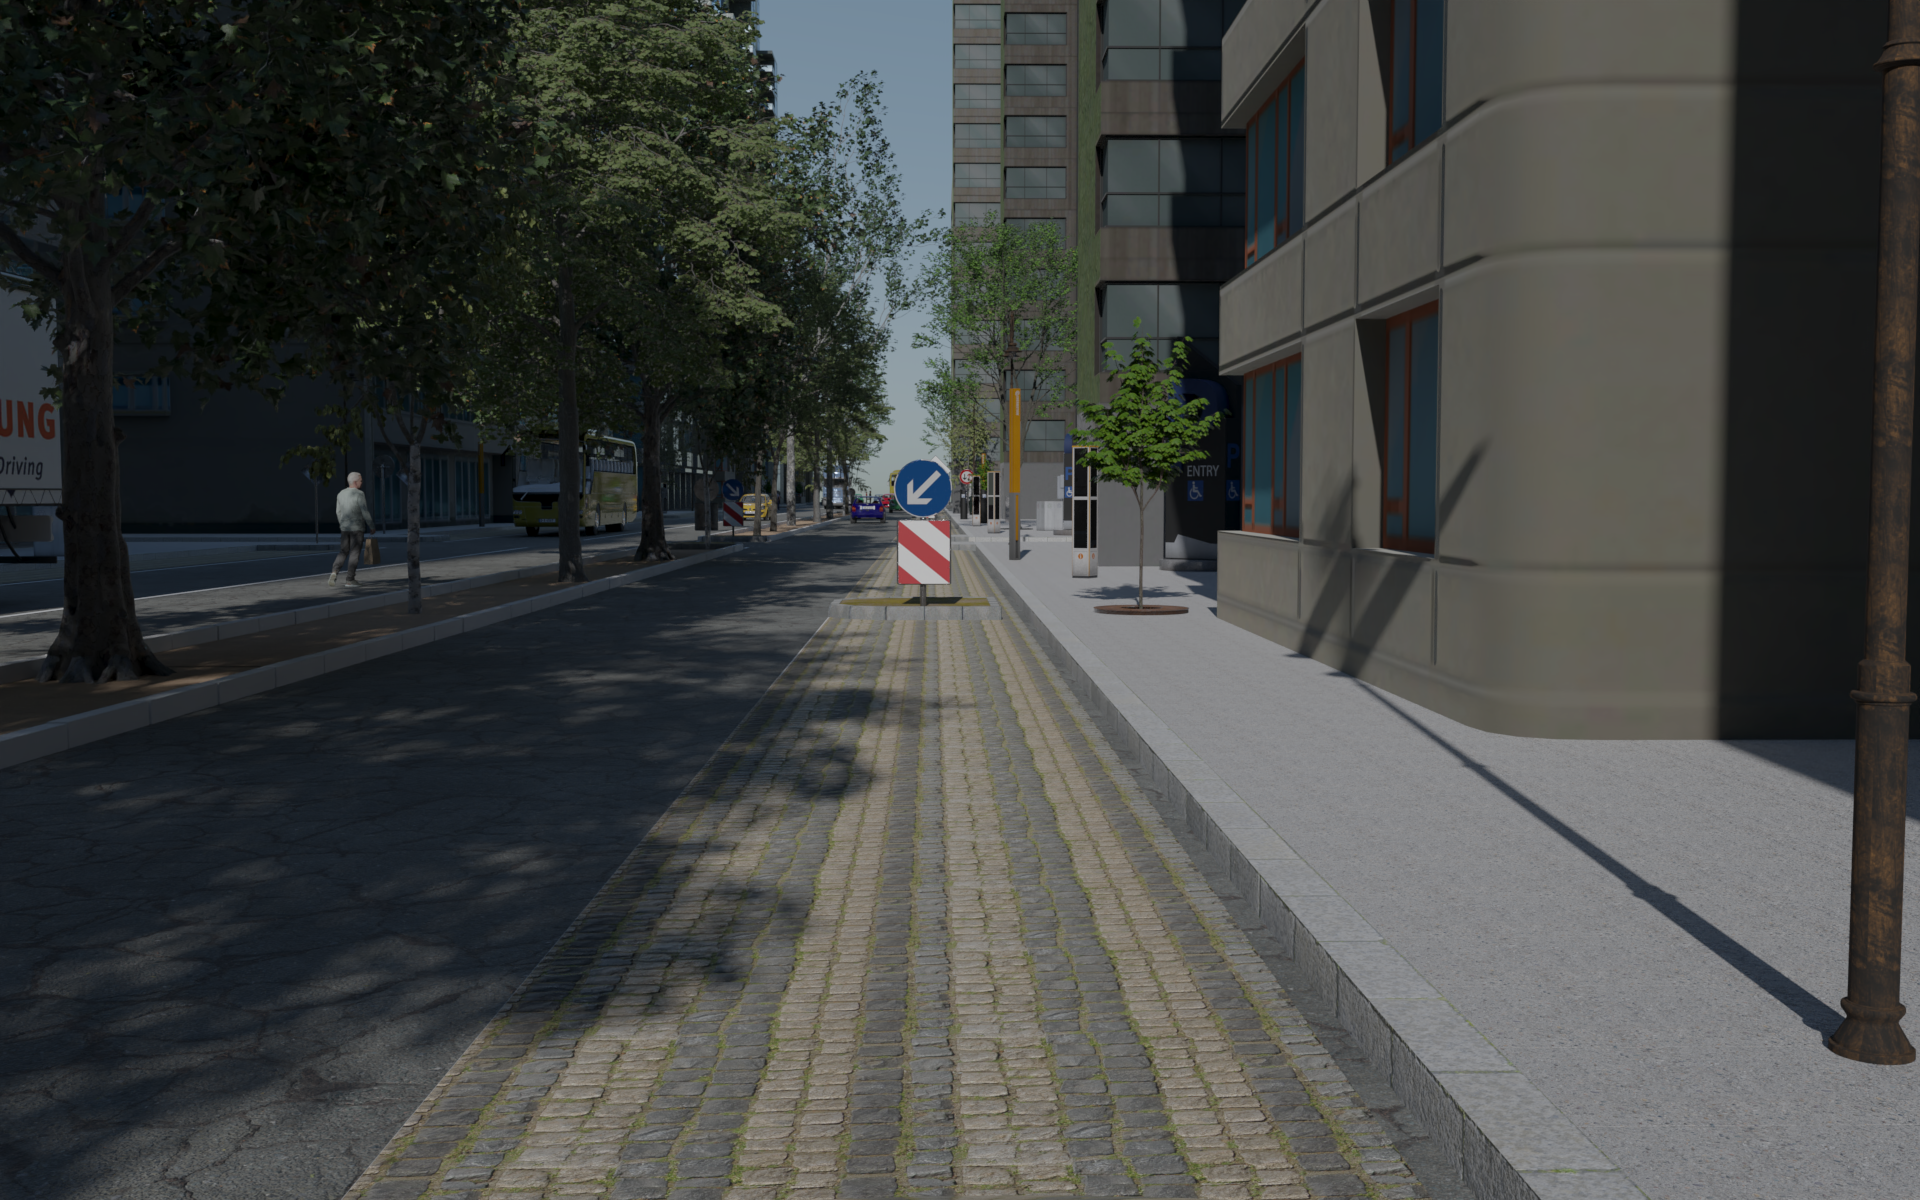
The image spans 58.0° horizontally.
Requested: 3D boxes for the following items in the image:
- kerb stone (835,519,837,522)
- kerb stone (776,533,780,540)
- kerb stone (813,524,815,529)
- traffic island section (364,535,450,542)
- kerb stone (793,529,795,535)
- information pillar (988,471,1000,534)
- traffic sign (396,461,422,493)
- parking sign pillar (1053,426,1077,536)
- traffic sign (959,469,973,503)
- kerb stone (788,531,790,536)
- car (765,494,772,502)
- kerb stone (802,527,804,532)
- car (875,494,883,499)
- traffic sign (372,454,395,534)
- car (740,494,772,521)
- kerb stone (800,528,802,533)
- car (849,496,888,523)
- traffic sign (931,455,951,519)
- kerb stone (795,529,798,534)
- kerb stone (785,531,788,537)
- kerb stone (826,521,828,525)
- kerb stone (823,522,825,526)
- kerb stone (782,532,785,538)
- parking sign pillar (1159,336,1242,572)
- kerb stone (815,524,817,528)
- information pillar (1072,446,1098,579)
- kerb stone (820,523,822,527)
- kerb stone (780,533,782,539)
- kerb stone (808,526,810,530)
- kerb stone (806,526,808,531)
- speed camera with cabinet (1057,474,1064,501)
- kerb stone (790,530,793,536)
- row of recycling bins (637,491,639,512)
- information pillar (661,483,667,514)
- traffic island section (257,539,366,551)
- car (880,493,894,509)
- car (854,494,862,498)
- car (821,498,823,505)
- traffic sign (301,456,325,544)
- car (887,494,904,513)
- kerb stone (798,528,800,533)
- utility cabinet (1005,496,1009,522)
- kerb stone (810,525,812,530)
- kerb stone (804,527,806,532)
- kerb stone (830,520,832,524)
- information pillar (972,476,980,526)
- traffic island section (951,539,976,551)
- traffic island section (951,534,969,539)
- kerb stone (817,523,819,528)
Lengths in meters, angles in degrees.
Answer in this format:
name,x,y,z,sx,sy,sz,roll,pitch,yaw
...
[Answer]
name,x,y,z,sx,sy,sz,roll,pitch,yaw
kerb stone,-6.312,-3.878,85.594,0.120,0.150,1.000,0,4,-1
kerb stone,-5.793,-1.936,53.848,0.120,0.150,1.000,0,4,-1
kerb stone,-6.063,-2.928,70.233,0.120,0.150,1.000,0,4,-1
traffic island section,-16.829,-1.874,52.918,2.009,0.180,2.903,0,4,-1
kerb stone,-5.896,-2.312,59.999,0.120,0.150,1.000,0,4,-1
information pillar,1.101,-3.168,56.290,0.304,2.012,0.304,3,5,42
traffic sign,-16.805,-3.010,52.857,0.795,2.450,0.064,0,4,-1
parking sign pillar,3.631,-4.007,53.989,1.447,3.967,1.447,1,4,22
traffic sign,0.356,-5.440,89.058,0.768,2.556,0.104,0,4,2
kerb stone,-5.864,-2.187,57.952,0.120,0.150,1.000,0,4,-1
car,-14.357,-6.926,123.463,2.015,1.641,3.980,0,4,1
kerb stone,-5.965,-2.556,64.091,0.120,0.150,1.000,0,4,-1
car,-12.727,-15.935,272.539,2.014,1.417,4.499,0,4,-2
traffic sign,-18.550,-3.401,55.712,0.768,2.556,0.104,0,4,8
car,-11.150,-5.120,93.927,2.015,1.641,3.980,0,3,0
kerb stone,-5.949,-2.500,63.066,0.120,0.150,1.000,0,4,-1
car,-4.539,-4.473,85.720,1.945,1.354,3.894,0,4,-2
traffic sign,-0.633,-2.536,45.113,0.795,2.450,0.064,0,4,-1
kerb stone,-5.912,-2.375,61.021,0.120,0.150,1.000,0,4,-1
kerb stone,-5.853,-2.121,56.929,0.120,0.150,1.000,0,4,-1
kerb stone,-6.196,-3.433,78.430,0.120,0.150,1.000,0,4,-1
kerb stone,-6.168,-3.313,76.376,0.120,0.150,1.000,0,4,-1
kerb stone,-5.827,-2.061,55.892,0.120,0.150,1.000,0,4,-1
parking sign pillar,4.096,-2.489,29.163,1.447,3.967,1.447,-3,5,-42
kerb stone,-6.077,-3.001,71.255,0.120,0.150,1.000,0,4,-1
information pillar,1.908,-1.341,26.424,0.304,2.012,0.304,2,4,31
kerb stone,-6.131,-3.189,74.332,0.120,0.150,1.000,0,4,-1
kerb stone,-5.809,-1.998,54.870,0.120,0.150,1.000,0,4,-1
kerb stone,-6.013,-2.750,67.166,0.120,0.150,1.000,0,4,-1
kerb stone,-5.993,-2.684,66.143,0.120,0.150,1.000,0,4,-1
speed camera with cabinet,5.723,-5.422,82.987,2.038,3.252,0.660,1,4,16
kerb stone,-5.876,-2.243,58.977,0.120,0.150,1.000,0,4,-1
row of recycling bins,-24.085,-7.076,122.805,3.534,1.692,1.069,3,5,41
information pillar,-19.519,-6.713,114.244,0.304,2.012,0.304,-2,4,-32
traffic island section,-16.698,-1.386,44.934,2.009,0.180,2.903,0,4,-1
car,-5.841,-8.416,146.635,2.155,1.783,4.494,0,4,-2
car,-12.931,-12.705,216.525,1.959,1.807,4.718,0,4,-2
car,-16.744,-12.763,221.262,1.945,1.354,3.894,0,4,1
traffic sign,-16.675,-2.522,44.873,0.795,2.450,0.064,0,4,-1
car,-4.488,-7.364,132.194,2.131,1.459,4.920,0,4,-1
kerb stone,-5.929,-2.437,62.044,0.120,0.150,1.000,0,4,-1
utility cabinet,2.251,-4.174,79.403,0.306,1.237,1.020,0,4,6
kerb stone,-6.029,-2.811,68.189,0.120,0.150,1.000,0,4,-1
kerb stone,-5.980,-2.625,65.117,0.120,0.150,1.000,0,4,-1
kerb stone,-6.249,-3.627,81.500,0.120,0.150,1.000,0,4,-1
information pillar,0.646,-3.930,68.743,0.304,2.012,0.304,0,4,-3
traffic island section,-0.609,-1.401,45.191,2.009,0.180,2.903,0,4,-1
traffic island section,-0.740,-1.890,53.175,2.009,0.180,2.903,0,4,-1
kerb stone,-6.099,-3.063,72.281,0.120,0.150,1.000,0,4,-1
